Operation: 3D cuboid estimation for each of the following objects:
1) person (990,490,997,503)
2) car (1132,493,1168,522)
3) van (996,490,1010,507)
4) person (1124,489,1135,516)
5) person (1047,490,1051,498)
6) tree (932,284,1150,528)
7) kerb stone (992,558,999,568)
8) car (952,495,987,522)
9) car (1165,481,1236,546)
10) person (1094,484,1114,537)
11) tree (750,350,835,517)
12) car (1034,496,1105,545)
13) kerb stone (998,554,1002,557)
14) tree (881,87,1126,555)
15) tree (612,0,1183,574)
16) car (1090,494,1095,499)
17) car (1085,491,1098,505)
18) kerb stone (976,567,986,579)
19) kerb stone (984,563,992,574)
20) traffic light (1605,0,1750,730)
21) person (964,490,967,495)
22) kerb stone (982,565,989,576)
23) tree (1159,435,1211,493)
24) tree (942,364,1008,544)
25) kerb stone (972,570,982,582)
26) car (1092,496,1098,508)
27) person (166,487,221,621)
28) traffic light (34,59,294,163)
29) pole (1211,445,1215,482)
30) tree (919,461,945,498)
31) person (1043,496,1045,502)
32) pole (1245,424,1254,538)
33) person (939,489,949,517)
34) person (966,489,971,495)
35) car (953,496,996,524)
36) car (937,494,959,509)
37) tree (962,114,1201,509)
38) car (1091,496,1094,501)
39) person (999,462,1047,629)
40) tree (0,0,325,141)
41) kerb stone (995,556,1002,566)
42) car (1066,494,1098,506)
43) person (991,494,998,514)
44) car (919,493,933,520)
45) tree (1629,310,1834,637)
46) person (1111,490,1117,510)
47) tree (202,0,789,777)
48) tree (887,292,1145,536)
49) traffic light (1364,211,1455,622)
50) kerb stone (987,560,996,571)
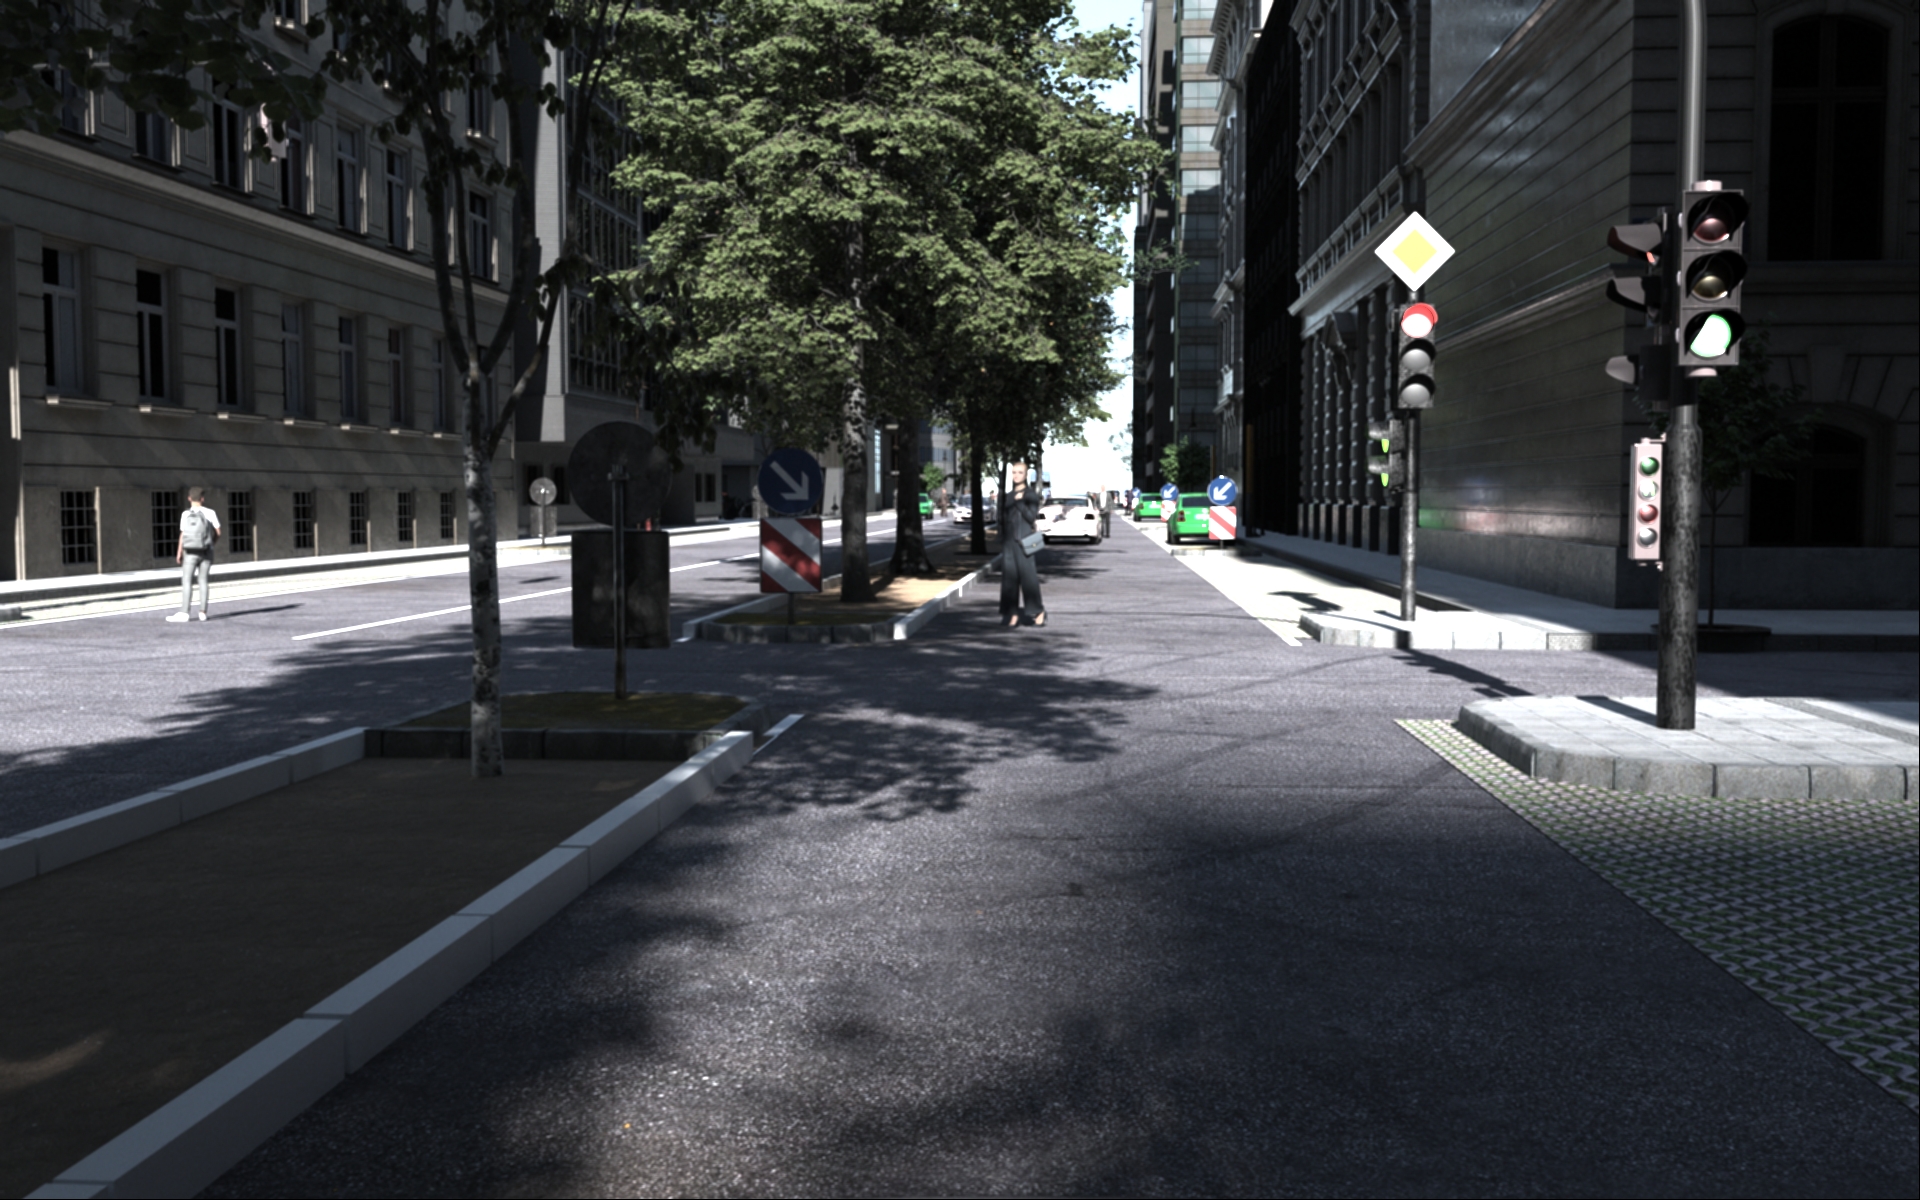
[{"bbox_3d":[2.725,-7.863,137.776,0.721,1.736,1.217,-2,4,-29],"label":"person"},{"bbox_3d":[9.849,-4.893,88.788,1.959,1.807,4.718,0,4,3],"label":"car"},{"bbox_3d":[4.847,-11.233,190.676,2.013,2.044,4.112,0,4,3],"label":"van"},{"bbox_3d":[11.048,-6.371,113.118,0.683,1.767,0.568,0,4,-2],"label":"person"},{"bbox_3d":[6.471,-7.128,125.955,0.530,1.710,0.541,0,4,-4],"label":"person"},{"bbox_3d":[2.741,-9.783,72.772,12.009,13.543,11.850,0,3,0],"label":"tree"},{"bbox_3d":[0.607,-0.655,32.926,0.120,0.150,1.000,0,4,4],"label":"kerb stone"},{"bbox_3d":[0.626,-4.811,90.656,2.014,1.417,4.499,0,4,2],"label":"car"},{"bbox_3d":[6.851,-2.481,49.366,1.959,1.807,4.718,0,4,4],"label":"car"},{"bbox_3d":[4.723,-2.932,56.837,0.661,1.777,0.834,0,4,-1],"label":"person"},{"bbox_3d":[-9.718,-9.404,88.174,8.767,10.594,7.601,-3,5,-43],"label":"tree"},{"bbox_3d":[3.153,-2.314,50.193,2.083,1.381,4.827,0,4,6],"label":"car"},{"bbox_3d":[0.762,-0.778,34.964,0.120,0.150,1.000,0,4,4],"label":"kerb stone"},{"bbox_3d":[0.332,-6.872,40.563,9.928,11.665,9.643,0,3,0],"label":"tree"},{"bbox_3d":[-0.913,-6.806,30.745,9.611,12.733,9.660,0,3,0],"label":"tree"},{"bbox_3d":[15.646,-12.340,211.982,2.015,1.641,3.980,0,4,5],"label":"car"},{"bbox_3d":[17.677,-13.754,233.548,2.281,1.827,5.304,0,4,4],"label":"car"},{"bbox_3d":[0.295,-0.404,28.838,0.120,0.150,1.000,0,4,4],"label":"kerb stone"},{"bbox_3d":[0.445,-0.518,30.877,0.120,0.150,1.000,0,4,4],"label":"kerb stone"},{"bbox_3d":[1.811,-2.126,9.433,4.771,5.953,1.251,0,4,4],"label":"traffic light"},{"bbox_3d":[0.620,-8.406,146.653,0.721,1.743,1.217,1,4,18],"label":"person"},{"bbox_3d":[0.371,-0.469,29.857,0.120,0.150,1.000,0,4,4],"label":"kerb stone"},{"bbox_3d":[12.726,-6.933,97.070,4.285,4.588,4.351,0,3,0],"label":"tree"},{"bbox_3d":[1.097,-5.899,49.262,4.737,8.622,4.395,0,3,0],"label":"tree"},{"bbox_3d":[0.216,-0.343,27.810,0.120,0.150,1.000,0,4,4],"label":"kerb stone"},{"bbox_3d":[7.758,-5.870,108.550,1.945,1.354,3.894,0,4,6],"label":"car"},{"bbox_3d":[-8.671,-0.521,19.617,0.523,1.515,0.503,1,4,14],"label":"person"},{"bbox_3d":[-9.518,-2.678,18.455,4.771,5.953,1.251,0,4,4],"label":"traffic light"},{"bbox_3d":[10.601,-4.812,72.518,0.158,3.312,0.155,0,3,0],"label":"pole"},{"bbox_3d":[-3.031,-11.386,169.869,4.285,4.588,4.351,0,3,0],"label":"tree"},{"bbox_3d":[4.533,-5.599,100.056,0.705,1.823,1.348,-3,4,-36],"label":"person"},{"bbox_3d":[8.508,-3.488,50.865,0.158,3.312,0.155,0,3,0],"label":"pole"},{"bbox_3d":[-0.978,-6.151,109.625,0.434,1.755,0.990,-3,4,-37],"label":"person"},{"bbox_3d":[0.769,-8.119,141.332,1.350,1.814,0.705,-2,4,-34],"label":"person"},{"bbox_3d":[0.740,-4.348,83.448,2.083,1.381,4.827,0,4,5],"label":"car"},{"bbox_3d":[-1.056,-8.939,155.940,2.009,1.686,4.222,0,4,4],"label":"car"},{"bbox_3d":[5.139,-13.908,85.745,12.611,20.169,13.585,0,3,0],"label":"tree"},{"bbox_3d":[7.138,-5.522,102.280,2.014,1.417,4.499,0,4,6],"label":"car"},{"bbox_3d":[0.652,-0.589,18.557,0.576,1.772,0.534,2,4,29],"label":"person"},{"bbox_3d":[-2.686,-4.990,2.165,7.486,12.596,7.792,0,3,0],"label":"tree"},{"bbox_3d":[0.679,-0.716,33.945,0.120,0.150,1.000,0,4,4],"label":"kerb stone"},{"bbox_3d":[5.995,-4.635,87.579,2.131,1.459,4.920,0,4,5],"label":"car"},{"bbox_3d":[2.794,-7.006,123.763,1.217,1.743,0.721,1,4,11],"label":"person"},{"bbox_3d":[-2.471,-5.394,96.980,1.959,1.807,4.718,0,4,2],"label":"car"},{"bbox_3d":[7.076,-1.302,15.896,1.663,3.219,1.824,0,3,0],"label":"tree"},{"bbox_3d":[13.505,-8.793,152.276,0.705,1.822,1.348,-1,4,-16],"label":"person"},{"bbox_3d":[-2.401,-3.393,8.292,4.360,8.622,3.978,0,3,0],"label":"tree"},{"bbox_3d":[1.291,-7.253,55.463,8.767,10.594,7.601,0,4,4],"label":"tree"},{"bbox_3d":[4.506,-1.741,17.379,0.839,4.253,0.868,0,4,4],"label":"traffic light"},{"bbox_3d":[0.528,-0.594,31.900,0.120,0.150,1.000,0,4,4],"label":"kerb stone"}]
